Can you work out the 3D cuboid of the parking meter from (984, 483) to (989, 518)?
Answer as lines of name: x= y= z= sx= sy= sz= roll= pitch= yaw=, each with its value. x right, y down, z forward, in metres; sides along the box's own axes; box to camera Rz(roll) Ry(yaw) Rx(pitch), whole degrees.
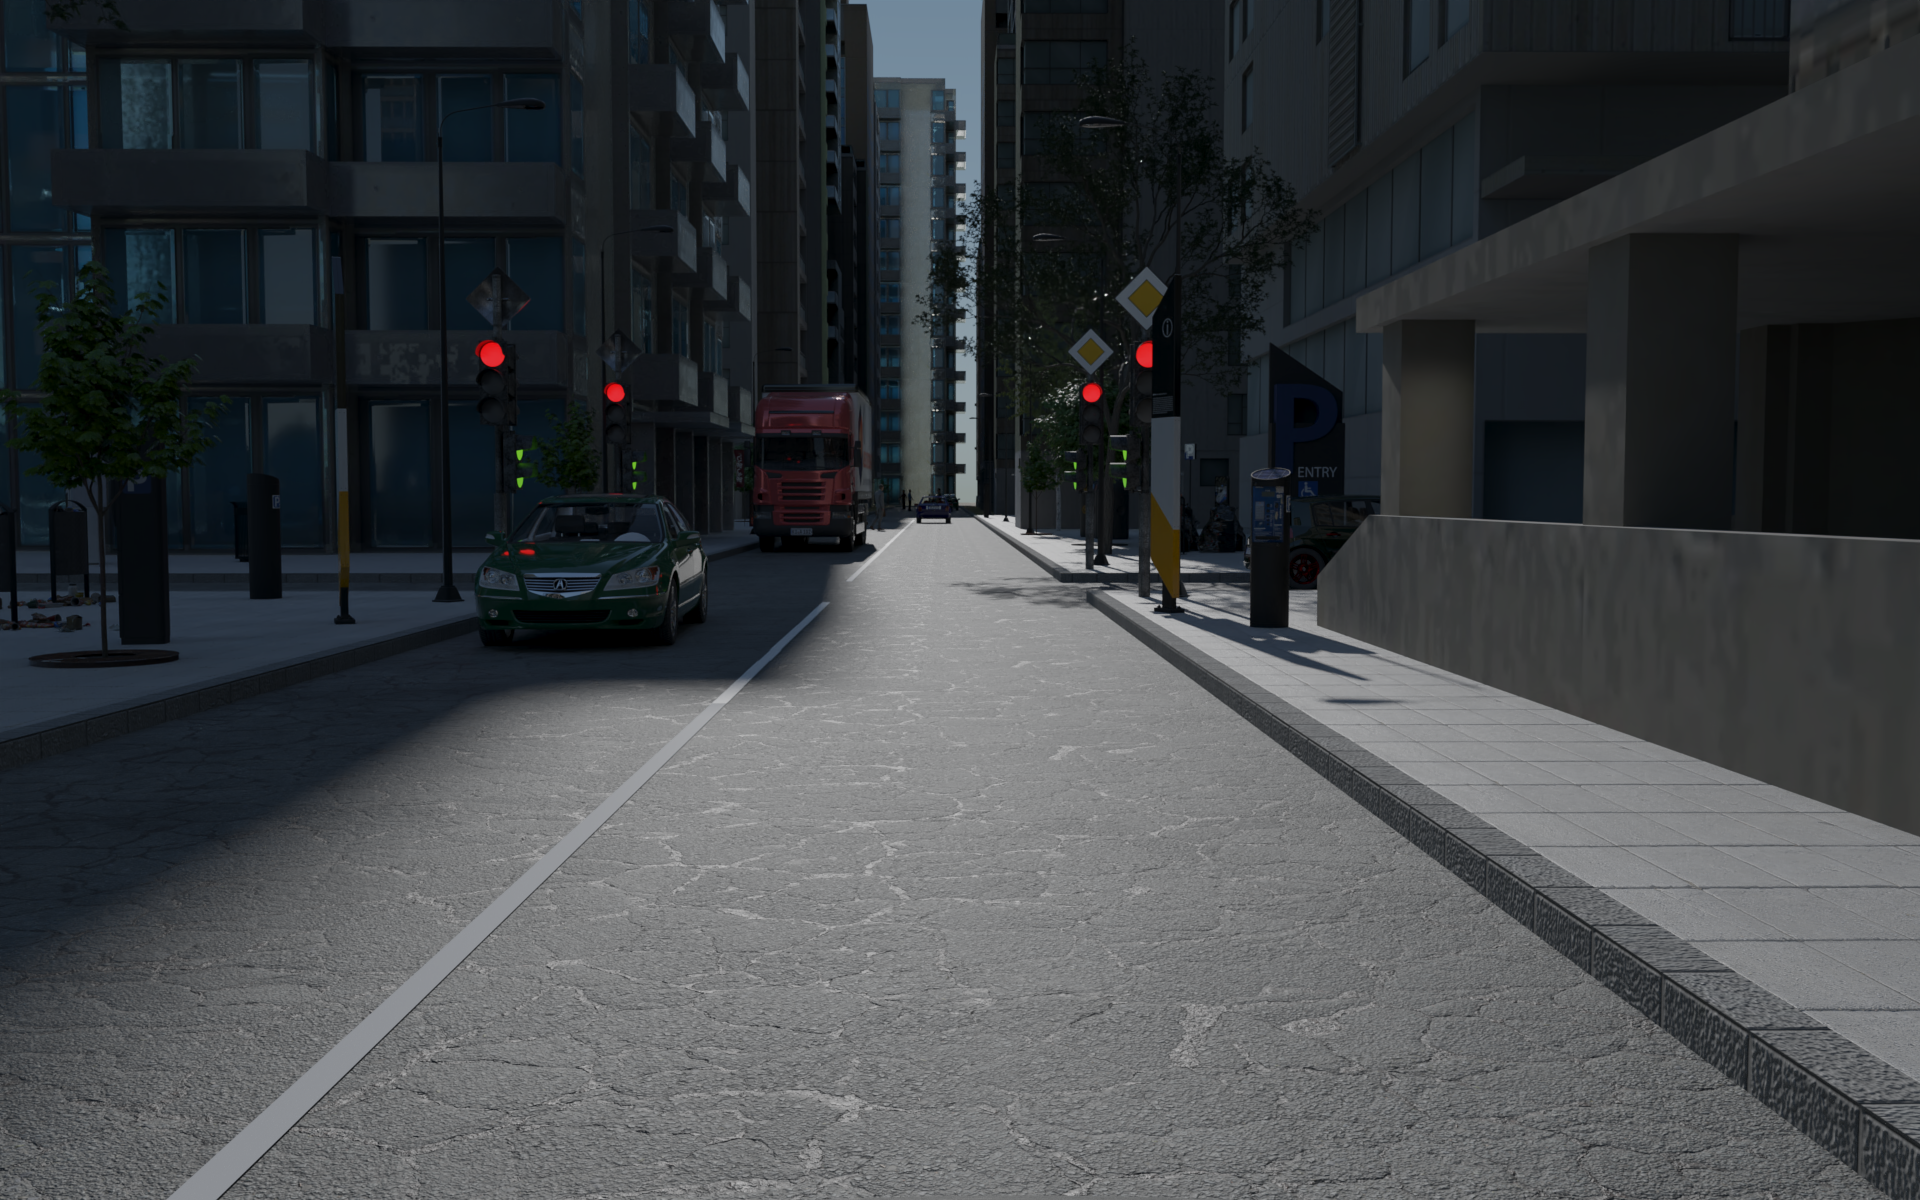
parking meter: x=1.428 y=-5.386 z=93.764 sx=0.255 sy=1.863 sz=0.399 roll=0 pitch=4 yaw=-6

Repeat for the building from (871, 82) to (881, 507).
building: x=-14.961 y=-29.912 z=172.650 sx=14.086 sy=41.232 sz=14.154 roll=0 pitch=4 yaw=-1

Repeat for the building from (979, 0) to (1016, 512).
building: x=11.963 y=-42.288 z=129.653 sx=20.563 sy=71.187 sz=20.611 roll=0 pitch=4 yaw=-1

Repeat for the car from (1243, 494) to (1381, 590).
car: x=6.477 y=-1.024 z=26.530 sx=4.222 sy=1.686 sz=2.009 roll=0 pitch=4 yaw=-1

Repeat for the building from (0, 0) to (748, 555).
building: x=-18.044 y=-26.254 z=48.856 sx=23.786 sy=49.044 sz=30.456 roll=0 pitch=4 yaw=-1

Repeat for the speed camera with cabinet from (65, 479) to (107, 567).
speed camera with cabinet: x=-15.728 y=-2.251 z=31.139 sx=0.660 sy=3.252 sz=2.038 roll=-2 pitch=4 yaw=-30

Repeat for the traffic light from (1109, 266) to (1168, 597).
traffic light: x=2.282 y=-1.993 z=21.509 sx=0.839 sy=4.253 sz=0.868 roll=0 pitch=4 yaw=-1

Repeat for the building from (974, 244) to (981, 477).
building: x=8.816 y=-25.935 z=195.740 sx=14.107 sy=30.474 sz=14.160 roll=0 pitch=4 yaw=-1

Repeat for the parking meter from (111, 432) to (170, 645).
parking meter: x=-7.010 y=-0.557 z=14.811 sx=0.399 sy=1.863 sz=0.255 roll=-1 pitch=4 yaw=-11

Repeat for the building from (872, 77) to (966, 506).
building: x=-14.607 y=-35.436 z=198.992 sx=30.456 sy=49.044 sz=23.786 roll=0 pitch=4 yaw=-1

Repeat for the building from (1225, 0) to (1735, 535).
building: x=21.514 y=-27.649 z=41.298 sx=27.495 sy=52.752 sz=28.713 roll=0 pitch=4 yaw=-1

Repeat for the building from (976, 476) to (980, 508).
building: x=17.784 y=-29.132 z=168.191 sx=32.217 sy=40.220 sz=23.993 roll=0 pitch=4 yaw=-1

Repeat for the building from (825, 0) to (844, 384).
building: x=-18.065 y=-49.261 z=118.086 sx=22.319 sy=86.520 sz=31.000 roll=0 pitch=4 yaw=-1

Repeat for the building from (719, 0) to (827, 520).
building: x=-14.488 y=-24.948 z=91.492 sx=14.154 sy=41.232 sz=14.086 roll=0 pitch=4 yaw=-1

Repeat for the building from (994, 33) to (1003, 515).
building: x=9.176 y=-20.852 z=112.625 sx=14.160 sy=30.474 sz=14.107 roll=0 pitch=4 yaw=-1

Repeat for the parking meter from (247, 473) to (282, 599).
parking meter: x=-8.519 y=-0.783 z=21.215 sx=0.372 sy=1.533 sz=0.369 roll=0 pitch=3 yaw=0

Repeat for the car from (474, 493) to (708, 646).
car: x=-3.681 y=-0.372 z=17.885 sx=2.131 sy=1.459 sz=4.920 roll=0 pitch=4 yaw=-2

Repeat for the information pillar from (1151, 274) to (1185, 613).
information pillar: x=2.236 y=-1.677 z=18.768 sx=0.183 sy=3.616 sz=0.504 roll=-2 pitch=4 yaw=-24

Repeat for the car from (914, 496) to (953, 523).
car: x=-1.316 y=-4.499 z=86.142 sx=1.945 sy=1.354 sz=3.894 roll=0 pitch=4 yaw=-1

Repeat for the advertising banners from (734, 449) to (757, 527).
advertising banners: x=-8.103 y=-4.415 z=68.378 sx=2.074 sy=3.025 sz=0.090 roll=-3 pitch=5 yaw=-44

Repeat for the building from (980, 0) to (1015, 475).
building: x=8.824 y=-30.486 z=148.563 sx=14.600 sy=45.320 sz=14.200 roll=0 pitch=4 yaw=-1

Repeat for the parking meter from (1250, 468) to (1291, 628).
parking meter: x=2.990 y=-0.507 z=16.698 sx=0.372 sy=1.533 sz=0.369 roll=0 pitch=3 yaw=0

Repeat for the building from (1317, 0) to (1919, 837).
building: x=19.659 y=-19.390 z=8.903 sx=32.217 sy=40.220 sz=23.993 roll=0 pitch=4 yaw=-1

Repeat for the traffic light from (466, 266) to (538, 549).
traffic light: x=-5.679 y=-1.987 z=21.409 sx=0.839 sy=4.253 sz=0.868 roll=0 pitch=4 yaw=-1

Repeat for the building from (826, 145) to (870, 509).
building: x=-14.824 y=-22.713 z=143.051 sx=14.160 sy=30.474 sz=14.107 roll=0 pitch=4 yaw=-1

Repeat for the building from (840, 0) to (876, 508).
building: x=-14.979 y=-31.001 z=156.978 sx=14.600 sy=45.320 sz=14.200 roll=0 pitch=4 yaw=-1

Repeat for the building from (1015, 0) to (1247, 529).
building: x=9.165 y=-18.208 z=69.409 sx=14.160 sy=30.474 sz=14.107 roll=0 pitch=4 yaw=-1

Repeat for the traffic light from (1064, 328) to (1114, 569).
traffic light: x=2.197 y=-2.482 z=29.494 sx=0.839 sy=4.253 sz=0.868 roll=0 pitch=4 yaw=-1

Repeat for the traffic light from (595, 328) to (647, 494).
traffic light: x=-5.763 y=-2.475 z=29.394 sx=0.839 sy=4.253 sz=0.868 roll=0 pitch=4 yaw=-1

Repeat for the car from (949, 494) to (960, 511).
car: x=-1.025 y=-8.365 z=148.568 sx=2.131 sy=1.459 sz=4.920 roll=0 pitch=4 yaw=0

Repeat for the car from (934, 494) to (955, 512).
car: x=-1.487 y=-7.883 z=140.687 sx=2.131 sy=1.459 sz=4.920 roll=0 pitch=4 yaw=0

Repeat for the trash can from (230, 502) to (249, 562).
trash can: x=-13.410 y=-1.293 z=32.788 sx=0.748 sy=1.137 sz=0.748 roll=0 pitch=3 yaw=0
